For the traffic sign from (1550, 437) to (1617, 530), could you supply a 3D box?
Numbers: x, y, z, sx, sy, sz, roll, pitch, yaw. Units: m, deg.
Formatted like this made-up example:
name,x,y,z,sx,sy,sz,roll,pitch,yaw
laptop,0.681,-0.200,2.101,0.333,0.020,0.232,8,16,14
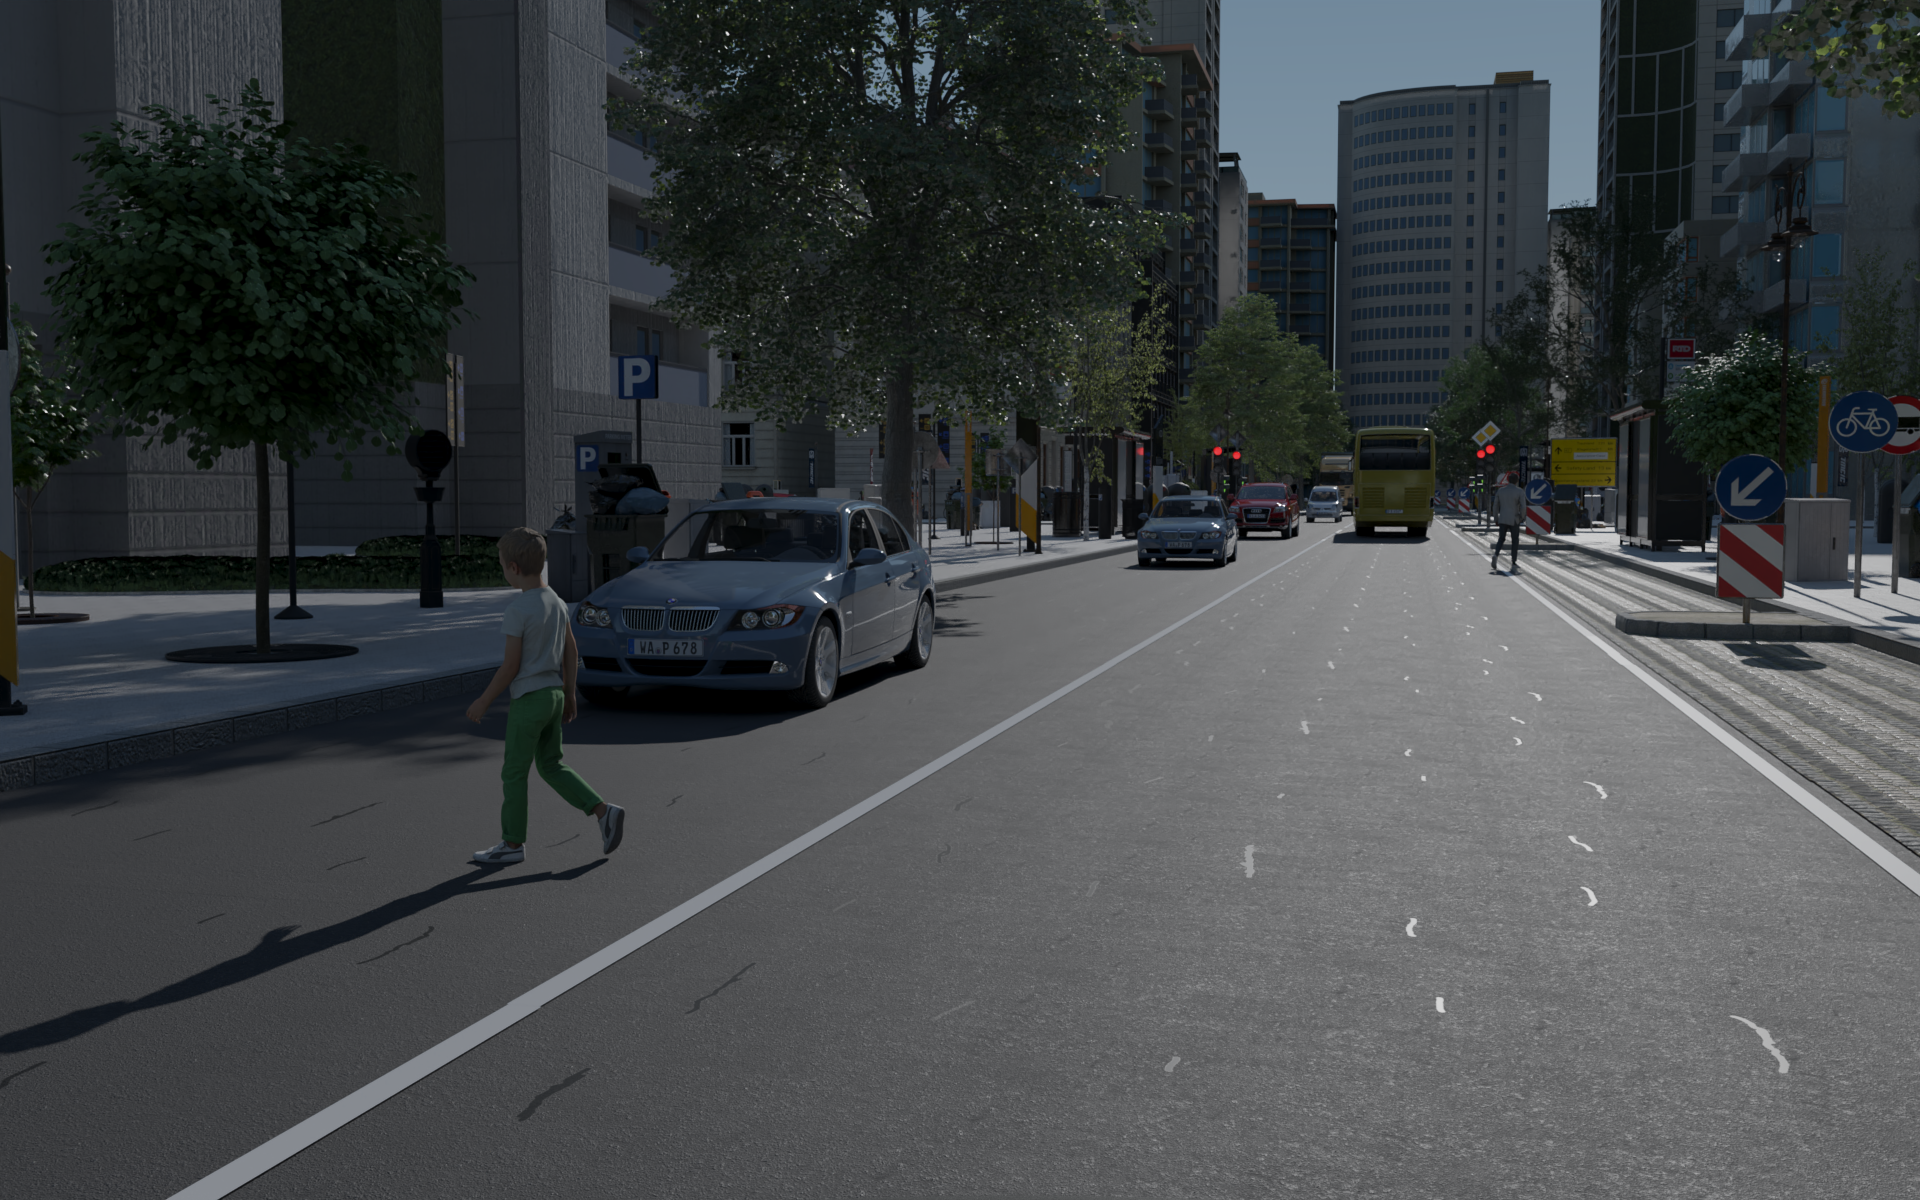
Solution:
name,x,y,z,sx,sy,sz,roll,pitch,yaw
traffic sign,22.509,-4.202,62.583,2.265,3.308,0.079,1,4,21

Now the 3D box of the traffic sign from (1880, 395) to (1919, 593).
name,x,y,z,sx,sy,sz,roll,pitch,yaw
traffic sign,12.097,-1.360,22.344,0.768,2.556,0.104,1,4,17

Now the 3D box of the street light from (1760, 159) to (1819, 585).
name,x,y,z,sx,sy,sz,roll,pitch,yaw
street light,11.597,-3.154,24.361,0.468,5.910,1.993,1,4,14

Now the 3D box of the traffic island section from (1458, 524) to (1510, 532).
name,x,y,z,sx,sy,sz,roll,pitch,yaw
traffic island section,20.248,-2.691,66.284,2.009,0.180,2.903,1,4,14

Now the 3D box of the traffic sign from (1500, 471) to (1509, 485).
name,x,y,z,sx,sy,sz,roll,pitch,yaw
traffic sign,30.539,-5.907,96.588,0.884,2.594,0.081,1,4,17

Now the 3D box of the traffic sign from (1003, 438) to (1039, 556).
name,x,y,z,sx,sy,sz,roll,pitch,yaw
traffic sign,1.243,-2.122,35.882,0.795,2.450,0.064,2,4,23

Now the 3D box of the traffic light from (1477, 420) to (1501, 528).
name,x,y,z,sx,sy,sz,roll,pitch,yaw
traffic light,20.212,-4.725,66.180,0.839,4.253,0.868,1,4,14

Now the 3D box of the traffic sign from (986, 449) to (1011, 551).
name,x,y,z,sx,sy,sz,roll,pitch,yaw
traffic sign,0.864,-2.266,39.174,0.606,2.300,0.079,1,4,18

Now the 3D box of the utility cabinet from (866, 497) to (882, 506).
name,x,y,z,sx,sy,sz,roll,pitch,yaw
utility cabinet,-1.575,-1.426,34.470,0.306,1.237,1.020,1,4,13

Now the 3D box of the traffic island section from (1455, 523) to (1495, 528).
name,x,y,z,sx,sy,sz,roll,pitch,yaw
traffic island section,22.227,-3.165,74.021,2.009,0.180,2.903,1,4,14

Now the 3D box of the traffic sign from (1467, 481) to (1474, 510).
name,x,y,z,sx,sy,sz,roll,pitch,yaw
traffic sign,40.823,-8.437,137.949,0.884,2.594,0.081,1,4,15

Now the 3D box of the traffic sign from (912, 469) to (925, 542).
name,x,y,z,sx,sy,sz,roll,pitch,yaw
traffic sign,-1.050,-2.487,40.769,0.768,2.556,0.104,1,4,16

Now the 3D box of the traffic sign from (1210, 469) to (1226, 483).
name,x,y,z,sx,sy,sz,roll,pitch,yaw
traffic sign,11.963,-4.907,80.337,0.768,2.556,0.104,1,4,21

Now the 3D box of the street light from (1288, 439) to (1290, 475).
name,x,y,z,sx,sy,sz,roll,pitch,yaw
street light,22.468,-8.895,118.218,0.468,5.910,1.993,1,4,14

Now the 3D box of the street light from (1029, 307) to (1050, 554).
name,x,y,z,sx,sy,sz,roll,pitch,yaw
street light,1.682,-3.918,36.849,0.468,5.910,1.993,1,4,14

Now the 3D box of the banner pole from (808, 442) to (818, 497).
name,x,y,z,sx,sy,sz,roll,pitch,yaw
banner pole,-7.060,-5.723,83.591,0.401,3.779,0.863,2,4,31

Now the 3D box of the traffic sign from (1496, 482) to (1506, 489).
name,x,y,z,sx,sy,sz,roll,pitch,yaw
traffic sign,39.252,-7.704,125.968,0.884,2.594,0.081,1,4,17

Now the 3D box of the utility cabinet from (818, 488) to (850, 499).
name,x,y,z,sx,sy,sz,roll,pitch,yaw
utility cabinet,-4.714,-3.422,64.630,1.173,1.500,0.318,-2,4,-24

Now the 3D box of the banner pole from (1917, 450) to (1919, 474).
name,x,y,z,sx,sy,sz,roll,pitch,yaw
banner pole,39.901,-5.011,71.949,0.863,3.779,0.401,-2,4,-32

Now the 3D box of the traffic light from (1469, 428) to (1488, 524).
name,x,y,z,sx,sy,sz,roll,pitch,yaw
traffic light,22.191,-5.199,73.917,0.839,4.253,0.868,1,4,14

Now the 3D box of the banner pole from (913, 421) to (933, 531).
name,x,y,z,sx,sy,sz,roll,pitch,yaw
banner pole,-1.332,-4.246,59.435,0.863,3.779,0.401,0,4,-2

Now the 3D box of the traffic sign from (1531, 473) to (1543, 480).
name,x,y,z,sx,sy,sz,roll,pitch,yaw
traffic sign,27.501,-4.921,82.584,0.606,2.300,0.079,1,4,21

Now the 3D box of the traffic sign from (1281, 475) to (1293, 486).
name,x,y,z,sx,sy,sz,roll,pitch,yaw
traffic sign,21.292,-6.890,112.762,0.768,2.556,0.104,1,4,16

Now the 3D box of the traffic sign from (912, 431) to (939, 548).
name,x,y,z,sx,sy,sz,roll,pitch,yaw
traffic sign,-0.809,-2.141,35.116,0.768,2.556,0.104,1,4,18

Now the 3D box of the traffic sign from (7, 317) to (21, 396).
name,x,y,z,sx,sy,sz,roll,pitch,yaw
traffic sign,-6.433,-0.684,11.286,0.768,2.556,0.104,1,4,17

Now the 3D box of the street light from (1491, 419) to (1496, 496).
name,x,y,z,sx,sy,sz,roll,pitch,yaw
street light,32.339,-8.099,105.200,0.468,5.910,1.993,1,4,14

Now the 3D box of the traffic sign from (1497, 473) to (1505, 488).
name,x,y,z,sx,sy,sz,roll,pitch,yaw
traffic sign,33.367,-6.505,106.463,0.768,2.556,0.104,1,4,23

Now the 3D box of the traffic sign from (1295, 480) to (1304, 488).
name,x,y,z,sx,sy,sz,roll,pitch,yaw
traffic sign,27.291,-8.454,139.410,0.795,2.450,0.064,1,4,18

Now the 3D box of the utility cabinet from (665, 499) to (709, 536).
name,x,y,z,sx,sy,sz,roll,pitch,yaw
utility cabinet,-3.817,-0.795,24.152,0.306,1.237,1.020,-2,4,-30

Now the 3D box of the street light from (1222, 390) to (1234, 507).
name,x,y,z,sx,sy,sz,roll,pitch,yaw
street light,11.916,-6.380,77.096,0.468,5.910,1.993,1,4,14

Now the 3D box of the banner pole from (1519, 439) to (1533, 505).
name,x,y,z,sx,sy,sz,roll,pitch,yaw
banner pole,25.819,-5.441,78.978,0.863,3.779,0.401,-1,4,-20

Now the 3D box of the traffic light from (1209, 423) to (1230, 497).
name,x,y,z,sx,sy,sz,roll,pitch,yaw
traffic light,10.266,-4.879,68.698,0.839,4.253,0.868,1,4,14

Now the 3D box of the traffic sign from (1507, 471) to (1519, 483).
name,x,y,z,sx,sy,sz,roll,pitch,yaw
traffic sign,30.473,-5.825,95.339,0.768,2.556,0.104,1,4,22

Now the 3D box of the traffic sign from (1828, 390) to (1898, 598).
name,x,y,z,sx,sy,sz,roll,pitch,yaw
traffic sign,11.121,-1.302,21.392,0.768,2.556,0.104,1,4,21

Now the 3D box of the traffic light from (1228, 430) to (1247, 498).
name,x,y,z,sx,sy,sz,roll,pitch,yaw
traffic light,12.244,-5.353,76.435,0.839,4.253,0.868,1,4,14

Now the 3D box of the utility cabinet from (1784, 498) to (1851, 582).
name,x,y,z,sx,sy,sz,roll,pitch,yaw
utility cabinet,12.650,-0.881,25.566,1.020,1.237,0.306,-1,4,-22

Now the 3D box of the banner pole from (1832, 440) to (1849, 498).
name,x,y,z,sx,sy,sz,roll,pitch,yaw
banner pole,35.998,-4.948,70.919,0.863,3.779,0.401,0,4,-7

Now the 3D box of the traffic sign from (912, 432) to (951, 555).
name,x,y,z,sx,sy,sz,roll,pitch,yaw
traffic sign,-0.634,-2.232,36.497,0.884,2.594,0.081,1,4,15

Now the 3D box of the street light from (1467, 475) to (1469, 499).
name,x,y,z,sx,sy,sz,roll,pitch,yaw
street light,42.730,-10.572,145.644,0.468,5.910,1.993,1,4,14

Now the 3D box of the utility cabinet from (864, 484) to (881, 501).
name,x,y,z,sx,sy,sz,roll,pitch,yaw
utility cabinet,-1.799,-1.911,39.928,0.318,1.500,1.173,2,4,25

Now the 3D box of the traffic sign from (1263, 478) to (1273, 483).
name,x,y,z,sx,sy,sz,roll,pitch,yaw
traffic sign,24.786,-8.524,139.474,0.768,2.556,0.104,1,4,16

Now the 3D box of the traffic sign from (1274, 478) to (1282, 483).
name,x,y,z,sx,sy,sz,roll,pitch,yaw
traffic sign,25.340,-8.414,137.671,0.768,2.556,0.104,2,4,23

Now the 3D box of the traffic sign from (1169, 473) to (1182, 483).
name,x,y,z,sx,sy,sz,roll,pitch,yaw
traffic sign,10.256,-4.921,82.581,0.606,2.300,0.079,1,4,22

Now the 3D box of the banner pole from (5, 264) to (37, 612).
name,x,y,z,sx,sy,sz,roll,pitch,yaw
banner pole,-10.518,-1.781,19.131,0.401,3.779,0.863,-2,4,-35

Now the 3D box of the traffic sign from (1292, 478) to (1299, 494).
name,x,y,z,sx,sy,sz,roll,pitch,yaw
traffic sign,27.387,-8.614,140.940,0.768,2.556,0.104,1,4,22

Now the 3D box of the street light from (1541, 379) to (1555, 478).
name,x,y,z,sx,sy,sz,roll,pitch,yaw
street light,22.098,-5.650,65.167,0.468,5.910,1.993,1,4,14
